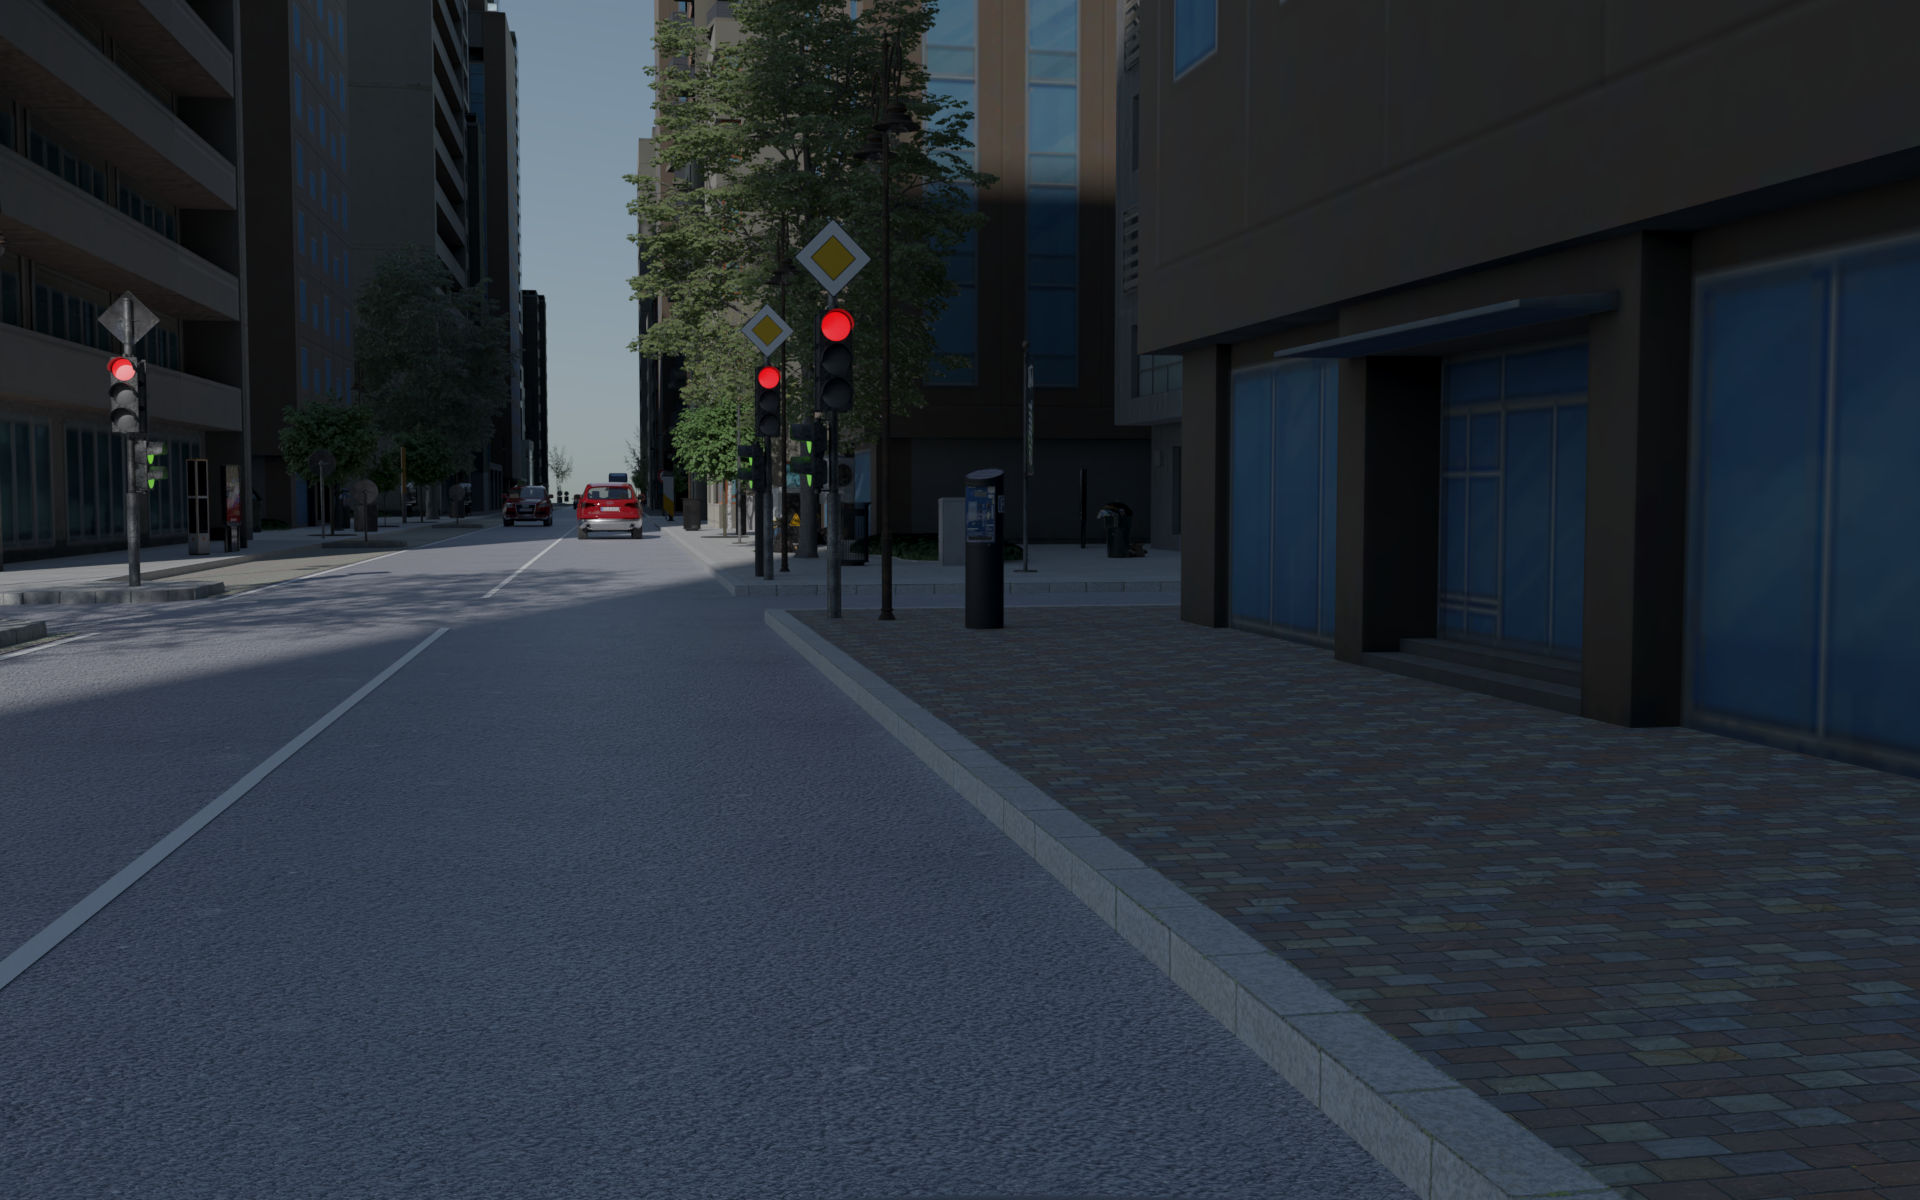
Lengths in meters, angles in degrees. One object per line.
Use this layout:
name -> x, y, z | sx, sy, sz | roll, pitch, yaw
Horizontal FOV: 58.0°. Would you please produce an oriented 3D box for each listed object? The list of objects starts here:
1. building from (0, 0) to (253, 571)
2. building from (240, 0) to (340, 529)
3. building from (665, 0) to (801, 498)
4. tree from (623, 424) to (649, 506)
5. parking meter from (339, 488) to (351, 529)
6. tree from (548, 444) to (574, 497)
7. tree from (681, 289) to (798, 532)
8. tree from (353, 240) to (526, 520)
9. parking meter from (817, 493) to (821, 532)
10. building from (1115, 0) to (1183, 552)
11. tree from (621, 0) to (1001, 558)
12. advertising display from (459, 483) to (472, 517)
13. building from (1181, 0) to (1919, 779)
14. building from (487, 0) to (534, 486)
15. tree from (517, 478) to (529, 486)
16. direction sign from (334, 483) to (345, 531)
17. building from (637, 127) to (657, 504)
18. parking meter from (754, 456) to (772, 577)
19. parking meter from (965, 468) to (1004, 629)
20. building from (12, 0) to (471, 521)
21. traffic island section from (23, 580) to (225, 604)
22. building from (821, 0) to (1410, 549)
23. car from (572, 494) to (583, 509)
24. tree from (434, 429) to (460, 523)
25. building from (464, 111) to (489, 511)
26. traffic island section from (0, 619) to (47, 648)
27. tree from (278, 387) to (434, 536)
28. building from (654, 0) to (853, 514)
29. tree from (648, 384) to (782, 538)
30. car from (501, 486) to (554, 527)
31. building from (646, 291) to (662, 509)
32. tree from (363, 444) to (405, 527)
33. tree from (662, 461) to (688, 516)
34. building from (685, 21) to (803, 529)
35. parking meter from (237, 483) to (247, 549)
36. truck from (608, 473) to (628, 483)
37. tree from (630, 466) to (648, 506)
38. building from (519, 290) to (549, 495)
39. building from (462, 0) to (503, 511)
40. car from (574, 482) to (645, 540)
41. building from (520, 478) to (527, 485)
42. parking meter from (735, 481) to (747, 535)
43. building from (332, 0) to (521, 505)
building -> -28.242, -25.140, 34.744 | 21.300, 48.544, 21.600 | -1, 4, -11
building -> -32.276, -25.533, 67.574 | 14.600, 45.320, 14.200 | -1, 4, -11
building -> -8.561, -28.319, 117.635 | 22.147, 44.769, 28.867 | -1, 4, -11
tree -> -32.960, -14.132, 181.415 | 4.360, 8.622, 3.978 | 0, 3, 0
parking meter -> -22.696, -3.393, 63.887 | 0.372, 1.533, 0.369 | 0, 3, 0
tree -> -58.673, -18.560, 253.812 | 4.360, 8.622, 3.978 | 0, 3, 0
tree -> -7.666, -6.644, 58.997 | 4.737, 8.622, 4.395 | 0, 3, 0
tree -> -26.630, -11.029, 86.973 | 9.857, 13.997, 8.962 | 0, 3, 0
parking meter -> -4.020, -2.413, 47.861 | 0.372, 1.533, 0.369 | 0, 3, 0
building -> 11.662, -21.425, 33.900 | 14.086, 41.232, 14.154 | -1, 4, -11
tree -> -3.097, -7.147, 34.976 | 7.486, 12.596, 7.792 | 0, 3, 0
advertising display -> -27.797, -5.636, 97.361 | 0.123, 1.923, 0.974 | 2, 4, 23
building -> 9.956, -22.065, 10.866 | 14.600, 45.320, 14.200 | -1, 4, -11
building -> -64.880, -55.227, 215.636 | 22.319, 86.520, 31.000 | -1, 4, -11
tree -> -44.104, -10.923, 173.199 | 1.663, 3.219, 1.824 | 0, 3, 0
direction sign -> -21.708, -4.185, 60.417 | 0.379, 3.537, 0.876 | 0, 4, -3
building -> -31.100, -36.870, 226.531 | 21.300, 48.544, 21.600 | -1, 4, -11
parking meter -> -3.064, -1.301, 26.989 | 0.255, 1.863, 0.399 | -1, 4, -10
parking meter -> 0.236, -0.499, 16.576 | 0.372, 1.533, 0.369 | 0, 3, 0
building -> -41.976, -29.441, 105.067 | 21.300, 48.544, 21.600 | -1, 4, -11
traffic island section -> -11.504, -0.112, 24.110 | 2.009, 0.180, 2.903 | -1, 4, -11
building -> 3.038, -24.448, 49.835 | 14.600, 45.320, 14.200 | -1, 4, -11
car -> -35.539, -9.378, 163.123 | 2.009, 1.686, 4.222 | -1, 4, -11
tree -> -24.293, -5.764, 77.962 | 4.285, 4.588, 4.351 | 0, 3, 0
building -> -41.837, -21.572, 124.396 | 14.160, 30.474, 14.107 | -1, 4, -11
traffic island section -> -9.958, 0.367, 16.276 | 2.009, 0.180, 2.903 | -1, 4, -11
tree -> -19.370, -4.251, 53.215 | 4.285, 4.588, 4.351 | 0, 3, 0
building -> -17.038, -29.845, 138.079 | 14.600, 45.320, 14.200 | -1, 4, -11
tree -> -6.872, -4.123, 51.117 | 4.285, 4.588, 4.351 | 0, 3, 0
car -> -19.474, -4.249, 78.140 | 2.281, 1.827, 5.304 | -1, 4, -11
building -> -14.966, -19.385, 161.986 | 27.650, 21.520, 28.899 | -1, 4, -11
tree -> -22.263, -4.444, 67.254 | 1.663, 3.219, 1.824 | 0, 3, 0
tree -> -16.731, -6.508, 101.008 | 1.663, 3.219, 1.824 | 0, 3, 0
building -> 1.847, -14.394, 80.388 | 27.650, 21.520, 28.899 | -1, 4, -11
parking meter -> -17.035, -1.985, 40.870 | 0.372, 1.533, 0.369 | 0, 3, 0
truck -> -42.423, -13.759, 214.725 | 2.967, 4.110, 18.799 | -1, 4, -11
tree -> -34.477, -12.584, 189.463 | 4.285, 4.588, 4.351 | 0, 3, 0
building -> -64.713, -28.662, 240.323 | 14.160, 30.474, 14.107 | -1, 4, -11
building -> -48.254, -42.893, 139.551 | 20.563, 71.187, 20.611 | -1, 4, -11
car -> -11.362, -2.903, 56.139 | 2.281, 1.827, 5.304 | -1, 4, -12
building -> -64.421, -30.415, 189.167 | 32.217, 40.220, 23.993 | -1, 4, -11
parking meter -> -6.794, -2.936, 53.712 | 0.255, 1.863, 0.399 | -2, 4, -24
building -> -47.866, -31.075, 158.181 | 14.600, 45.320, 14.200 | -1, 4, -11
